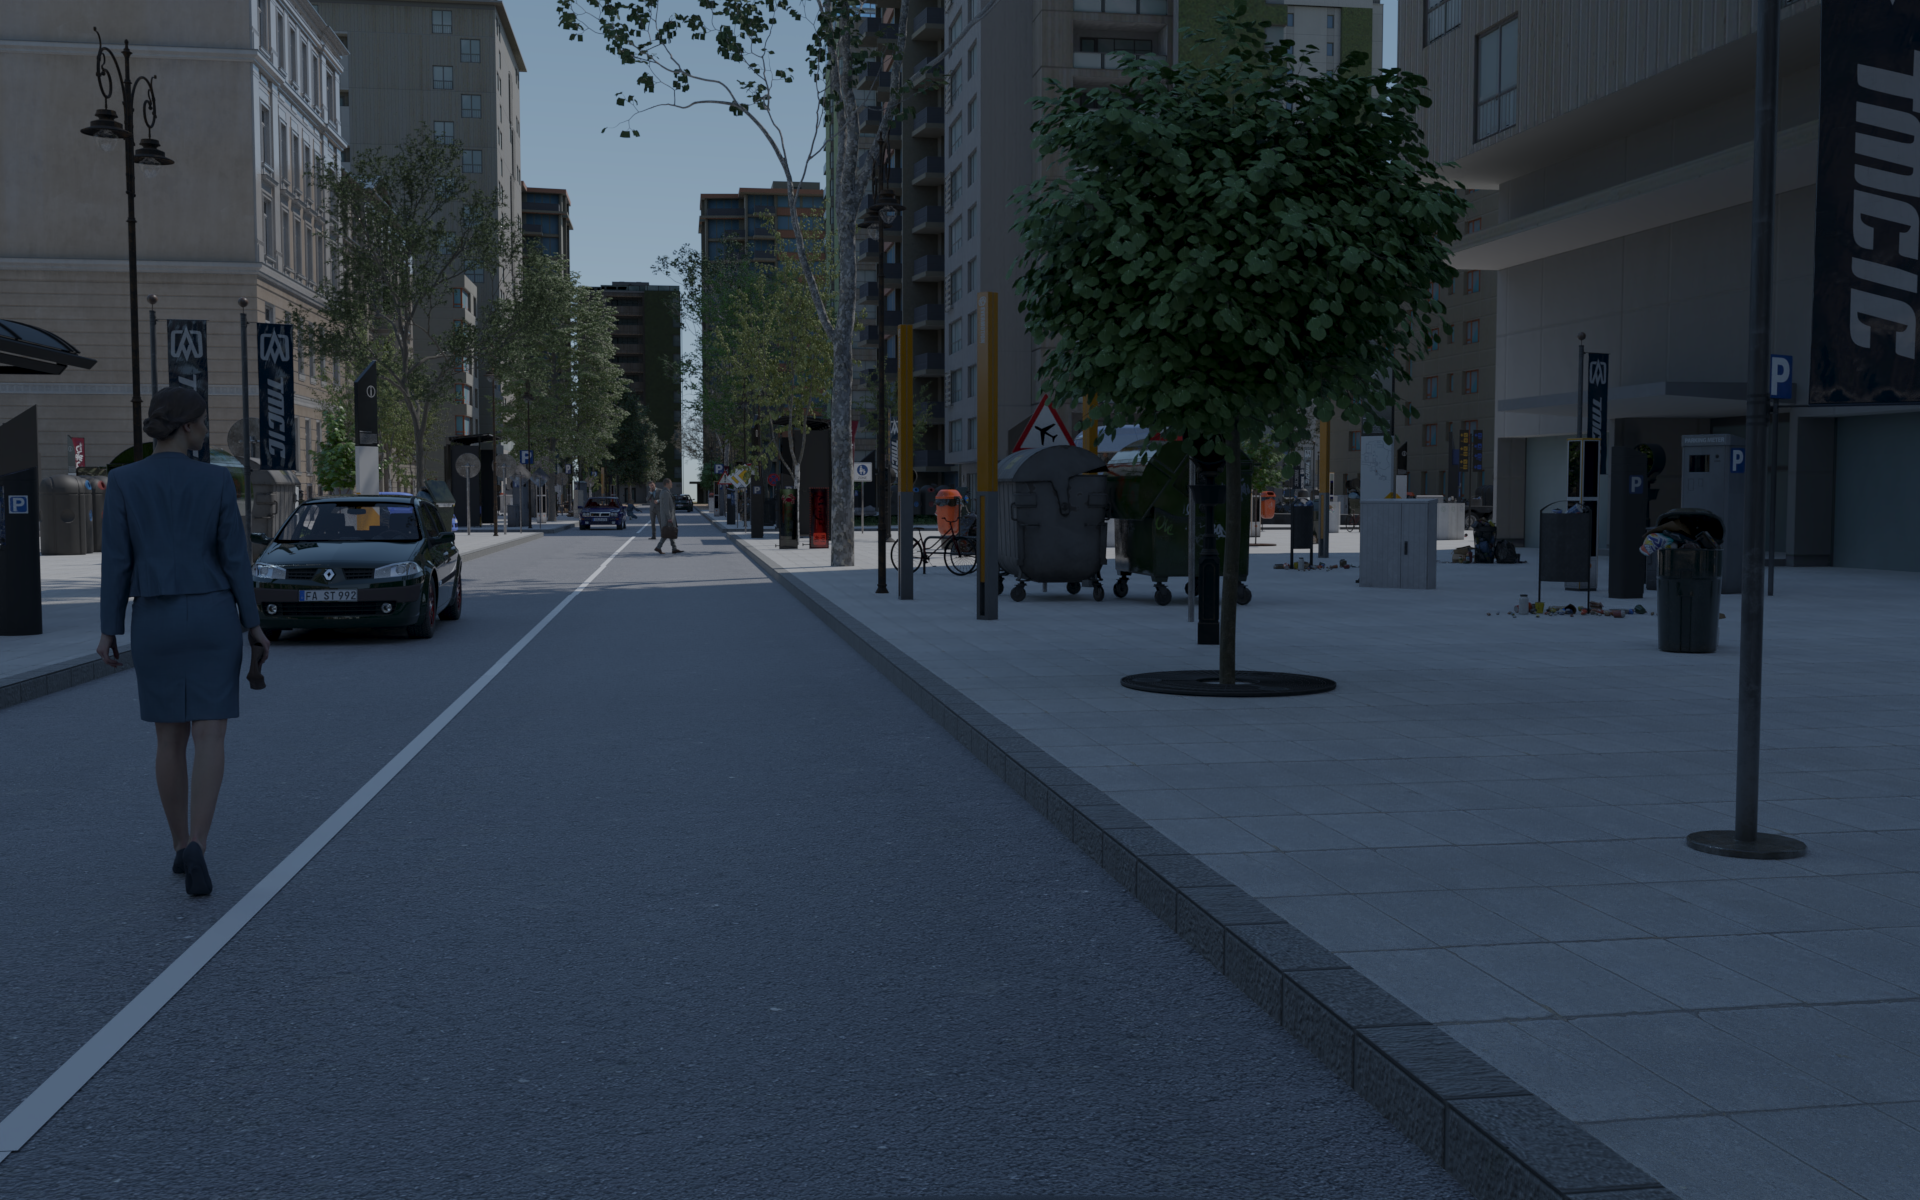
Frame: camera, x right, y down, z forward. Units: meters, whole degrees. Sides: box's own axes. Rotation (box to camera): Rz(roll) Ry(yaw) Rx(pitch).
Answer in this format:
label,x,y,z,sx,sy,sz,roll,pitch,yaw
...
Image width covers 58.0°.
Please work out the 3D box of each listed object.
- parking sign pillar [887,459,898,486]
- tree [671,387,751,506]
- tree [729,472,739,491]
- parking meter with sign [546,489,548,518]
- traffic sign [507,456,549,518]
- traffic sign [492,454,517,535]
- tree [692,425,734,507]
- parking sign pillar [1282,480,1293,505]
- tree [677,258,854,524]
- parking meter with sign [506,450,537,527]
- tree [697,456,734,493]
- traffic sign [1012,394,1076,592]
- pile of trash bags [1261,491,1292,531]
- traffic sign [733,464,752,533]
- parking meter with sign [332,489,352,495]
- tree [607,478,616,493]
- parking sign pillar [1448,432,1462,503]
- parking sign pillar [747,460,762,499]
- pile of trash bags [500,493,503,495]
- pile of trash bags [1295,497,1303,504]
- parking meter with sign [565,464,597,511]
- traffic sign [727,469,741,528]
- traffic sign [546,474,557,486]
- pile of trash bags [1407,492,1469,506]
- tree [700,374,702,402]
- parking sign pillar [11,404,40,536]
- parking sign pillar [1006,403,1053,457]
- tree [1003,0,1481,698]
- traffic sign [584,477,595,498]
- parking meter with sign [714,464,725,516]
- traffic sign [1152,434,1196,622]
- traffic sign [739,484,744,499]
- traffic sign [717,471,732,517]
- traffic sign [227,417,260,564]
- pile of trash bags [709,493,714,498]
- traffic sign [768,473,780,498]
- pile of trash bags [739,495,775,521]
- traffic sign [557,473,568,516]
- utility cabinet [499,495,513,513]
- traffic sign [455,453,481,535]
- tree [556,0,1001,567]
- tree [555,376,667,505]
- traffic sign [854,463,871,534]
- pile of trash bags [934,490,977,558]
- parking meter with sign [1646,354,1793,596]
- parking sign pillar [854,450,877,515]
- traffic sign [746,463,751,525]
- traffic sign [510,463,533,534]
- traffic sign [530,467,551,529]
label,x,y,z,sx,sy,sz,roll,pitch,yaw
parking sign pillar,-3.467,-6.559,95.704,1.447,3.967,1.447,1,4,15
tree,-27.529,-17.250,192.402,12.009,13.543,11.850,0,3,0
tree,-17.740,-8.428,132.394,1.663,3.219,1.824,0,3,0
parking meter with sign,-23.419,-6.018,94.663,1.738,3.016,0.543,0,4,-2
traffic sign,-23.027,-6.023,92.346,2.265,3.308,0.079,0,4,-3
traffic sign,-14.391,-3.341,54.727,0.768,2.556,0.104,0,4,-6
tree,-25.388,-13.797,175.948,4.360,8.622,3.978,0,3,0
parking sign pillar,23.692,-8.438,126.441,1.447,3.967,1.447,-1,4,-18
tree,-8.464,-9.169,75.668,9.928,11.665,9.643,0,3,0
parking meter with sign,-17.295,-4.390,68.035,0.543,3.016,1.738,0,4,6
tree,-20.751,-10.114,149.076,4.285,4.588,4.351,0,3,0
traffic sign,1.110,-1.382,22.597,0.884,2.594,0.081,0,4,-6
pile of trash bags,9.315,-2.998,58.768,3.447,1.369,1.912,-2,4,-30
traffic sign,-7.115,-3.287,57.388,0.795,2.450,0.064,-1,4,-9
parking meter with sign,-24.503,-4.425,68.616,1.738,3.016,0.543,-3,5,-40
tree,-36.065,-11.369,180.485,1.663,3.219,1.824,0,3,0
parking sign pillar,21.536,-5.314,75.358,1.447,3.967,1.447,1,4,23
parking sign pillar,-12.214,-7.070,104.073,1.447,3.967,1.447,3,4,39
pile of trash bags,-33.060,-7.204,127.538,1.912,1.369,3.447,-3,5,-40
pile of trash bags,13.982,-4.160,77.765,1.912,1.369,3.447,-3,4,-38
parking meter with sign,-22.309,-6.462,101.915,0.543,3.016,1.738,3,5,43
traffic sign,-8.397,-3.769,65.270,0.795,2.450,0.064,-1,4,-9
traffic sign,-21.202,-5.361,89.783,0.606,2.300,0.079,0,4,-5
pile of trash bags,22.753,-4.448,82.471,3.447,1.369,1.912,2,4,30
tree,-11.123,-8.360,87.054,4.737,8.622,4.395,0,3,0
parking sign pillar,-28.301,-3.881,51.919,1.447,3.967,1.447,-1,4,-16
parking sign pillar,1.999,-3.750,49.786,1.447,3.967,1.447,0,4,-6
tree,1.755,-1.694,11.410,4.285,4.588,4.351,0,3,0
traffic sign,-27.301,-7.802,127.669,0.768,2.556,0.104,0,4,-2
parking meter with sign,-14.062,-6.452,101.752,0.543,3.016,1.738,0,4,-2
traffic sign,2.319,-1.058,17.305,0.884,2.594,0.081,0,4,-3
traffic sign,-13.288,-6.356,106.054,0.606,2.300,0.079,0,4,-2
traffic sign,-12.899,-5.821,95.182,0.884,2.594,0.081,0,4,-6
traffic sign,-11.749,-1.752,28.749,0.768,2.556,0.104,-1,4,-8
pile of trash bags,-18.818,-7.703,135.701,1.912,1.369,3.447,1,4,15
traffic sign,-11.540,-6.556,107.301,0.768,2.556,0.104,0,4,-6
pile of trash bags,-9.767,-4.542,84.014,1.912,1.369,3.447,-1,4,-8
traffic sign,-23.657,-6.288,102.920,0.768,2.556,0.104,0,4,-3
utility cabinet,-31.069,-6.587,118.852,1.020,1.237,0.306,1,4,12
traffic sign,-15.320,-3.293,53.955,0.768,2.556,0.104,0,4,-4
tree,-1.461,-10.745,31.570,12.611,20.169,13.585,0,3,0
tree,-32.553,-14.918,160.922,9.611,12.733,9.660,0,3,0
traffic sign,-3.163,-3.303,56.135,0.606,2.300,0.079,-1,4,-9
pile of trash bags,0.602,-1.619,36.227,1.912,1.369,3.447,2,4,35
parking meter with sign,9.763,-1.601,22.436,0.543,3.016,1.738,-2,4,-34
parking sign pillar,-5.772,-7.122,104.912,1.447,3.967,1.447,-3,5,-40
traffic sign,-8.590,-4.349,71.217,0.768,2.556,0.104,0,4,-3
traffic sign,-14.269,-3.218,56.250,0.795,2.450,0.064,-1,4,-9
traffic sign,-15.551,-3.700,64.132,0.795,2.450,0.064,-1,4,-9
